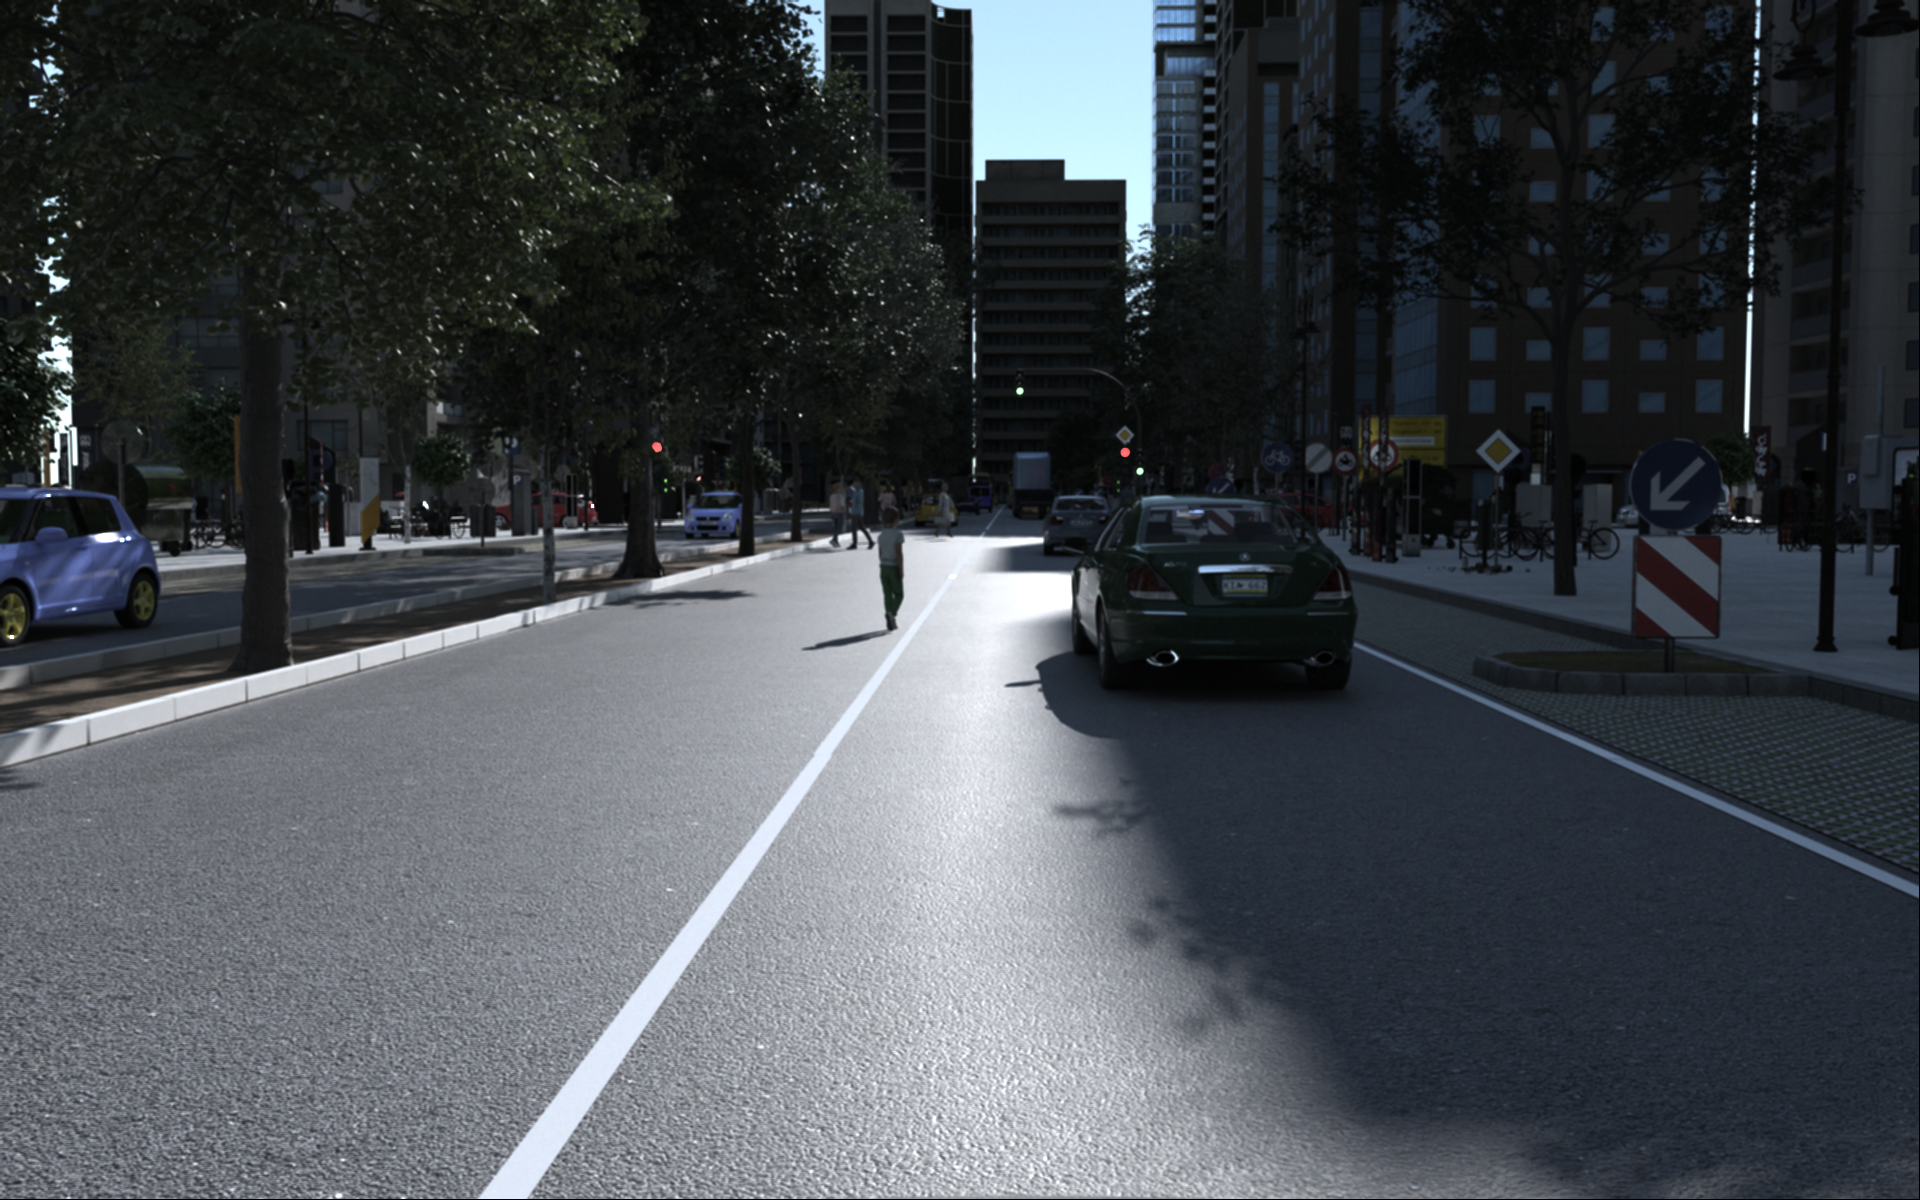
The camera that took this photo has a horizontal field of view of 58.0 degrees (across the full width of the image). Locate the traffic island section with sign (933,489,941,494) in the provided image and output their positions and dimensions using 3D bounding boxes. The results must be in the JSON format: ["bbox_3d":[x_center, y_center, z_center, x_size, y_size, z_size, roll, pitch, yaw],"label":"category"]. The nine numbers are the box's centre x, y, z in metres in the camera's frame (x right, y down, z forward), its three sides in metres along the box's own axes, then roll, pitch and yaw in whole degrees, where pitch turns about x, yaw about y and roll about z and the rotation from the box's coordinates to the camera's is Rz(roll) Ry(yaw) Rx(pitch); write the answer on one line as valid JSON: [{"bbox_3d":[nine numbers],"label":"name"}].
[{"bbox_3d":[-1.961,-8.442,146.158,2.006,1.907,1.989,0,4,2],"label":"traffic island section with sign"}]

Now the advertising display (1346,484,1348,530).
[{"bbox_3d":[13.780,-3.477,62.066,0.123,1.923,0.974,0,4,4],"label":"advertising display"}]

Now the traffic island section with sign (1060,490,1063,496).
[{"bbox_3d":[8.374,-7.063,124.100,1.989,1.847,2.006,0,4,2],"label":"traffic island section with sign"}]

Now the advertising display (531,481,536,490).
[{"bbox_3d":[-22.141,-5.089,88.411,0.974,1.923,0.123,0,4,2],"label":"advertising display"}]

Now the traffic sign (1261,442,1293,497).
[{"bbox_3d":[7.751,-2.585,42.370,0.768,2.556,0.104,0,4,5],"label":"traffic sign"}]

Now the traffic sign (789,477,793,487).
[{"bbox_3d":[-12.203,-7.761,127.004,0.768,2.556,0.104,0,4,7],"label":"traffic sign"}]

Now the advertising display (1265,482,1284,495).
[{"bbox_3d":[16.447,-5.230,90.732,0.974,1.923,0.123,1,4,12],"label":"advertising display"}]

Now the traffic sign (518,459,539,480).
[{"bbox_3d":[-15.604,-3.824,62.632,0.768,2.556,0.104,0,4,5],"label":"traffic sign"}]

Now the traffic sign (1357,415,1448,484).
[{"bbox_3d":[11.450,-3.123,44.941,2.265,3.308,0.079,1,4,9],"label":"traffic sign"}]

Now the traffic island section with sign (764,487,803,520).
[{"bbox_3d":[-9.750,-5.355,96.179,1.989,1.847,2.006,0,4,2],"label":"traffic island section with sign"}]

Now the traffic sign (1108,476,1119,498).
[{"bbox_3d":[10.196,-6.994,114.461,0.768,2.556,0.104,1,4,11],"label":"traffic sign"}]

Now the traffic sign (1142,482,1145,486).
[{"bbox_3d":[13.088,-7.409,121.244,0.768,2.556,0.104,0,4,2],"label":"traffic sign"}]

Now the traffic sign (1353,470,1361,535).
[{"bbox_3d":[12.457,-3.291,53.917,0.768,2.556,0.104,0,4,3],"label":"traffic sign"}]

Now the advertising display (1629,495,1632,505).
[{"bbox_3d":[27.912,-4.019,70.929,0.974,1.923,0.123,0,4,6],"label":"advertising display"}]

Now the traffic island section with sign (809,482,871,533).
[{"bbox_3d":[-4.454,-3.395,63.650,2.006,1.907,1.989,0,4,2],"label":"traffic island section with sign"}]

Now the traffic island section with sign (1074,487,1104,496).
[{"bbox_3d":[7.546,-5.380,96.594,1.989,1.847,2.006,0,4,2],"label":"traffic island section with sign"}]

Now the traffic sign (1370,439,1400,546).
[{"bbox_3d":[9.606,-2.408,39.470,0.768,2.556,0.104,0,4,6],"label":"traffic sign"}]

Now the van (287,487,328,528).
[{"bbox_3d":[-25.962,-3.734,68.069,4.112,2.044,2.013,0,4,3],"label":"van"}]

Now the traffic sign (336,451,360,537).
[{"bbox_3d":[-18.288,-3.159,51.760,0.768,2.556,0.104,0,4,5],"label":"traffic sign"}]

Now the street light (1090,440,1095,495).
[{"bbox_3d":[11.025,-10.520,144.789,0.468,5.910,1.993,0,4,2],"label":"street light"}]

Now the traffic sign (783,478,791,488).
[{"bbox_3d":[-13.901,-8.542,139.668,0.884,2.594,0.081,0,4,3],"label":"traffic sign"}]

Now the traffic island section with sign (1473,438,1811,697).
[{"bbox_3d":[5.025,-0.276,13.141,1.989,1.847,2.006,0,4,2],"label":"traffic island section with sign"}]

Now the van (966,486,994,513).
[{"bbox_3d":[1.560,-8.018,135.482,2.240,2.365,5.245,0,4,1],"label":"van"}]

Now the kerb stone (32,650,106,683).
[{"bbox_3d":[-7.018,0.534,13.534,0.120,0.150,1.000,0,4,2],"label":"kerb stone"}]

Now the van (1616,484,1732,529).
[{"bbox_3d":[27.690,-3.685,67.254,4.112,2.044,2.013,0,4,2],"label":"van"}]

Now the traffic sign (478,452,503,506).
[{"bbox_3d":[-14.109,-3.175,52.017,0.768,2.556,0.104,0,4,6],"label":"traffic sign"}]

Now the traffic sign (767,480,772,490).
[{"bbox_3d":[-14.045,-7.610,126.554,0.606,2.300,0.079,0,4,5],"label":"traffic sign"}]

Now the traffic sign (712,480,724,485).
[{"bbox_3d":[-13.879,-6.059,99.172,0.768,2.556,0.104,1,4,10],"label":"traffic sign"}]

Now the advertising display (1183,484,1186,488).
[{"bbox_3d":[18.025,-8.249,140.076,0.123,1.923,0.974,3,5,42],"label":"advertising display"}]

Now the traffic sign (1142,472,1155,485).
[{"bbox_3d":[10.714,-6.022,98.561,0.768,2.556,0.104,1,4,9],"label":"traffic sign"}]

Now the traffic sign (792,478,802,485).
[{"bbox_3d":[-11.739,-7.621,124.717,0.768,2.556,0.104,0,4,4],"label":"traffic sign"}]

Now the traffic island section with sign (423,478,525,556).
[{"bbox_3d":[-11.413,-1.977,40.946,1.989,1.847,2.006,0,4,2],"label":"traffic island section with sign"}]

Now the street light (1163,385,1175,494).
[{"bbox_3d":[8.833,-6.148,73.308,0.468,5.910,1.993,0,4,2],"label":"street light"}]

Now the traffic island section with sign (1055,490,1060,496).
[{"bbox_3d":[10.668,-11.707,200.036,1.989,1.847,2.006,0,4,2],"label":"traffic island section with sign"}]

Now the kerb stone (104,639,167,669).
[{"bbox_3d":[-6.993,0.469,14.556,0.120,0.150,1.000,0,4,2],"label":"kerb stone"}]

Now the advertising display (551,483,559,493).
[{"bbox_3d":[-22.780,-5.622,97.126,0.123,1.923,0.974,1,4,17],"label":"advertising display"}]

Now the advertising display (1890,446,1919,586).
[{"bbox_3d":[12.982,-1.121,23.541,0.123,1.923,0.974,0,4,-1],"label":"advertising display"}]

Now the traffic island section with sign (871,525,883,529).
[{"bbox_3d":[-4.221,-3.848,71.054,2.006,1.907,1.989,0,4,2],"label":"traffic island section with sign"}]

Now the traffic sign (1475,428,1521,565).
[{"bbox_3d":[9.472,-1.796,30.544,0.795,2.450,0.064,0,4,6],"label":"traffic sign"}]

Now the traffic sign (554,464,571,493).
[{"bbox_3d":[-17.011,-4.523,74.049,0.768,2.556,0.104,0,4,5],"label":"traffic sign"}]

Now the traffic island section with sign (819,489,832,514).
[{"bbox_3d":[-8.920,-7.009,123.223,1.989,1.847,2.006,0,4,2],"label":"traffic island section with sign"}]

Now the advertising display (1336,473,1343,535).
[{"bbox_3d":[11.853,-3.000,54.261,0.123,1.923,0.974,1,4,11],"label":"advertising display"}]

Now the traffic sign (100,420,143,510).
[{"bbox_3d":[-14.396,-1.812,29.738,0.768,2.556,0.104,0,4,5],"label":"traffic sign"}]

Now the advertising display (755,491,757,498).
[{"bbox_3d":[-17.115,-8.681,147.152,0.123,1.923,0.974,-3,4,-36],"label":"advertising display"}]

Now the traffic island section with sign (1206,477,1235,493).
[{"bbox_3d":[5.838,-1.924,40.084,1.989,1.847,2.006,0,4,2],"label":"traffic island section with sign"}]

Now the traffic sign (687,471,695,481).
[{"bbox_3d":[-15.001,-5.948,97.348,0.768,2.556,0.104,0,4,7],"label":"traffic sign"}]

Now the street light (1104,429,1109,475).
[{"bbox_3d":[10.294,-9.063,120.962,0.468,5.910,1.993,0,4,2],"label":"street light"}]

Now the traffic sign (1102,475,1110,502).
[{"bbox_3d":[9.923,-7.113,116.398,0.768,2.556,0.104,1,4,10],"label":"traffic sign"}]

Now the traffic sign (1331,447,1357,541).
[{"bbox_3d":[10.458,-2.873,47.072,0.768,2.556,0.104,0,4,8],"label":"traffic sign"}]

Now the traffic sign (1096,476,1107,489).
[{"bbox_3d":[10.100,-7.514,122.859,0.884,2.594,0.081,1,4,10],"label":"traffic sign"}]

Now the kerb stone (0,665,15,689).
[{"bbox_3d":[-7.058,0.593,12.499,0.120,0.150,1.000,0,4,2],"label":"kerb stone"}]

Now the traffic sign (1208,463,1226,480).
[{"bbox_3d":[10.632,-4.370,71.550,0.768,2.556,0.104,0,4,5],"label":"traffic sign"}]

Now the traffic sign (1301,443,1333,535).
[{"bbox_3d":[8.872,-2.629,43.087,0.768,2.556,0.104,0,4,7],"label":"traffic sign"}]
